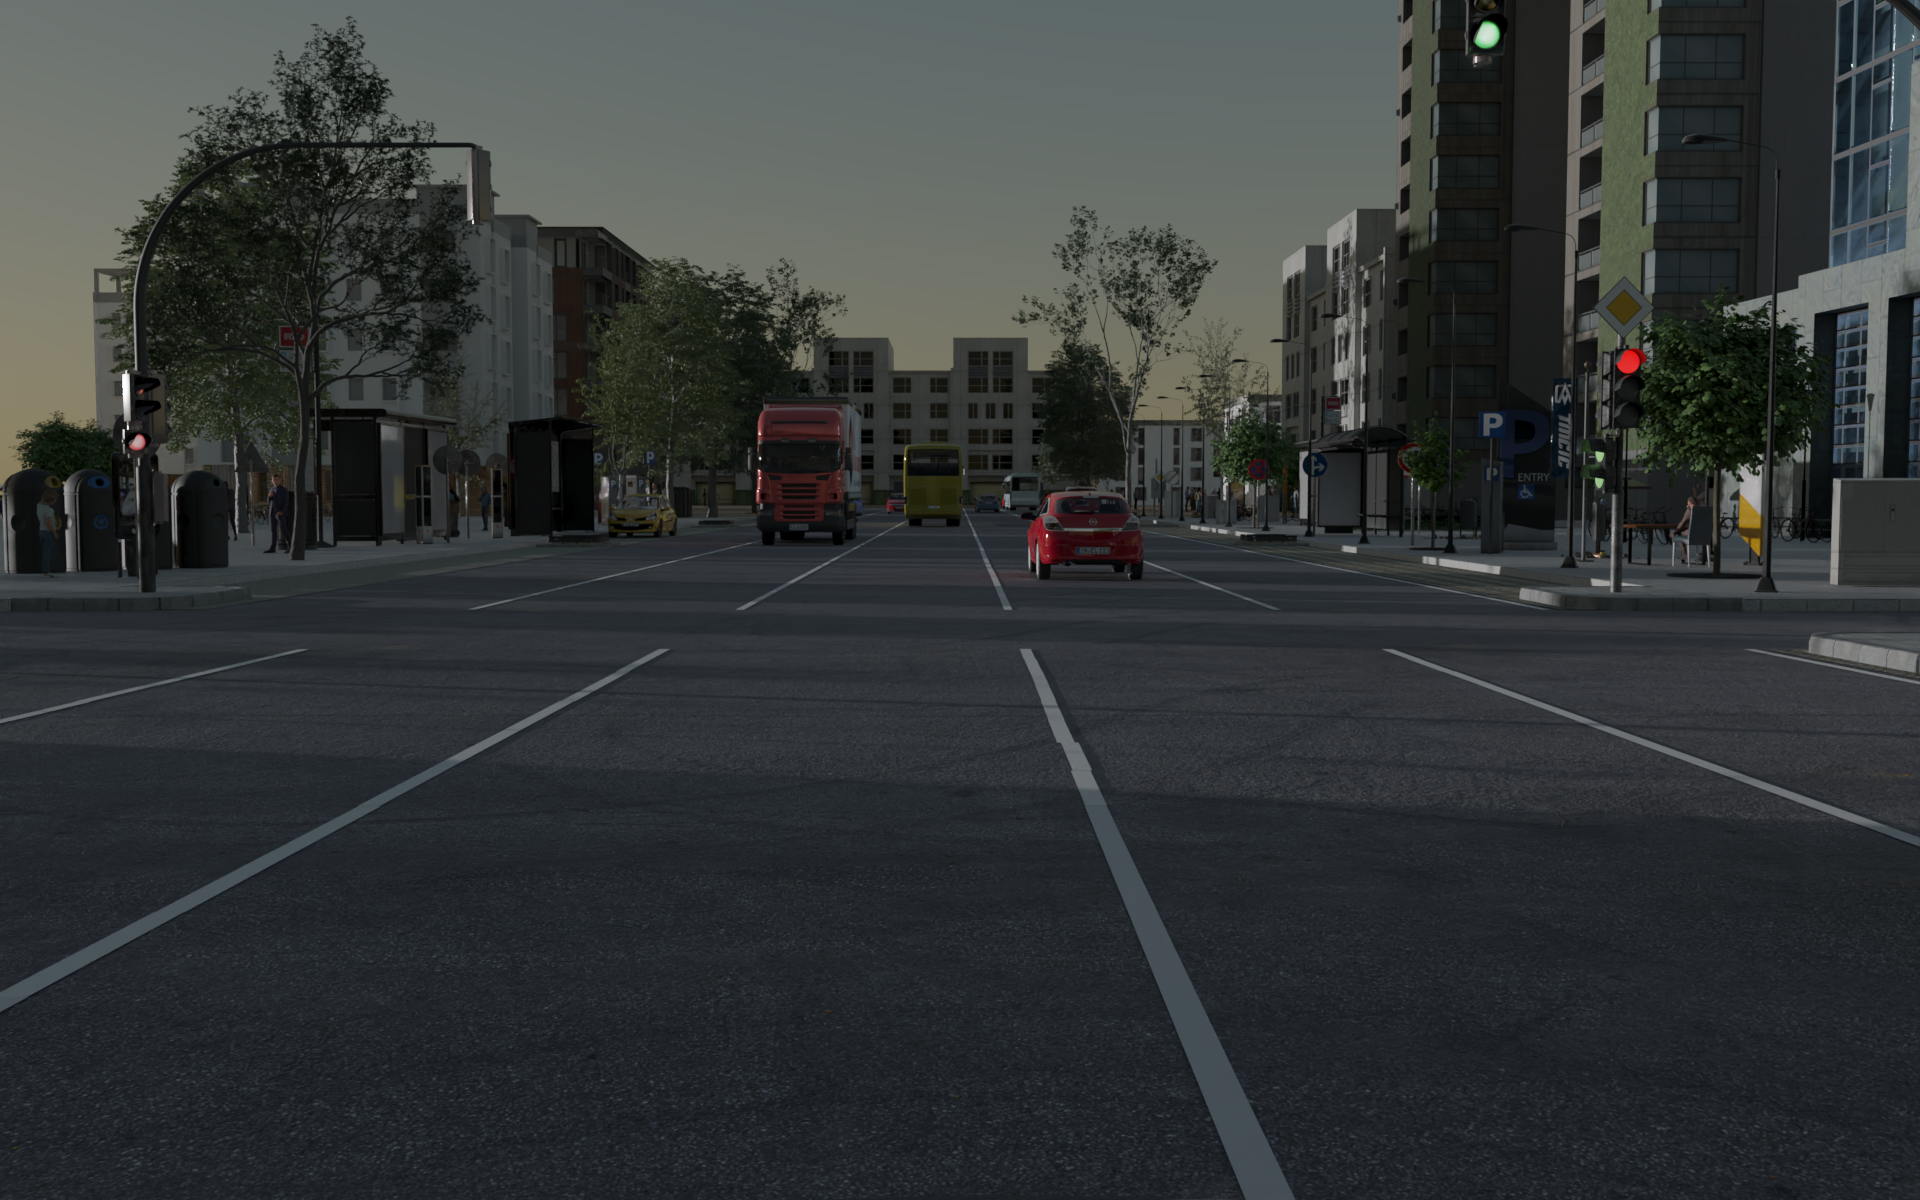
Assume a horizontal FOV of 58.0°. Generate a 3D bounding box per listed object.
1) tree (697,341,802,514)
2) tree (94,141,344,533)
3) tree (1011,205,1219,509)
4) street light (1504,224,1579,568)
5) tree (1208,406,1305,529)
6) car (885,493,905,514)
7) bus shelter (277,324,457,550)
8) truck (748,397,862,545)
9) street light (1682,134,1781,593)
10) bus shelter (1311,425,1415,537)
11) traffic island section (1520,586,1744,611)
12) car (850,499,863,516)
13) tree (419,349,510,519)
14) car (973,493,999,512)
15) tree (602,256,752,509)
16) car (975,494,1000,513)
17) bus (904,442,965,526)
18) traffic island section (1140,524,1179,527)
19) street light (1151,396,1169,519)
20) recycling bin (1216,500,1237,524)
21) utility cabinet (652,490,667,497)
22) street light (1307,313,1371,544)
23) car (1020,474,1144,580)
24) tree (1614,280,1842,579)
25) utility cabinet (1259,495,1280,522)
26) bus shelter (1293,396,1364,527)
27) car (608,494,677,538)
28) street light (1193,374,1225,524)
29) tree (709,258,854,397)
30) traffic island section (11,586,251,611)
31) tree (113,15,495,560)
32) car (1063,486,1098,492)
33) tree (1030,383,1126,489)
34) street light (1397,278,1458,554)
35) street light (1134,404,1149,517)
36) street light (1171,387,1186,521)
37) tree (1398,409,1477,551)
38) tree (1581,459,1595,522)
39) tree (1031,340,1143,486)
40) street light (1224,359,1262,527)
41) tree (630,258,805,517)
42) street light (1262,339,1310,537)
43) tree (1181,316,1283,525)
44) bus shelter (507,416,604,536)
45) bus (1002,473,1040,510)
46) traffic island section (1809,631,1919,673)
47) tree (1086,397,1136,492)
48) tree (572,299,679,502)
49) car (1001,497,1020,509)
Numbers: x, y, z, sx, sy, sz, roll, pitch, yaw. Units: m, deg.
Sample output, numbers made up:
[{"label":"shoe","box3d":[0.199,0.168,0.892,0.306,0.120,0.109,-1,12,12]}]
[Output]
[{"label":"tree","box3d":[-13.716,-11.503,113.836,9.928,11.665,9.643,0,3,0]},{"label":"tree","box3d":[-23.800,-8.432,55.984,7.486,12.596,7.792,0,3,0]},{"label":"tree","box3d":[10.174,-15.797,114.163,12.611,20.169,13.585,0,3,0]},{"label":"street light","box3d":[10.067,-3.512,29.970,1.470,5.913,1.316,0,3,0]},{"label":"tree","box3d":[11.094,-4.962,64.843,4.285,4.588,4.351,0,3,0]},{"label":"car","box3d":[-4.336,-7.060,124.467,2.155,1.783,4.494,0,4,-1]},{"label":"bus shelter","box3d":[-15.048,-4.045,43.767,2.179,5.291,8.768,0,3,0]},{"label":"truck","box3d":[-4.456,-3.870,52.187,2.839,4.237,11.283,0,4,-1]},{"label":"street light","box3d":[10.018,-3.056,22.508,1.470,5.913,1.316,0,3,0]},{"label":"bus shelter","box3d":[12.405,-3.666,53.857,2.014,3.302,5.546,0,3,0]},{"label":"traffic island section","box3d":[8.605,-0.024,22.670,2.009,0.180,2.903,0,3,0]},{"label":"car","box3d":[-7.372,-6.406,114.323,1.945,1.707,3.694,0,4,0]},{"label":"tree","box3d":[-25.144,-8.376,87.313,4.360,8.622,3.978,0,3,0]},{"label":"car","box3d":[2.110,-8.006,139.932,2.155,1.783,4.494,0,4,1]},{"label":"tree","box3d":[-13.618,-10.096,83.201,7.486,12.596,7.792,0,3,0]},{"label":"car","box3d":[2.141,-7.458,133.945,2.014,1.417,4.499,0,4,-1]},{"label":"bus","box3d":[-1.169,-5.438,80.458,2.896,3.916,12.252,0,4,0]},{"label":"traffic island section","box3d":[8.519,-3.260,76.170,1.991,0.108,1.994,0,3,0]},{"label":"street light","box3d":[10.033,-6.716,82.351,1.470,5.913,1.316,0,3,0]},{"label":"recycling bin","box3d":[11.535,-3.823,75.060,0.722,1.027,0.722,-1,4,-12]},{"label":"utility cabinet","box3d":[-16.140,-5.093,91.956,1.173,1.500,0.318,2,4,25]},{"label":"street light","box3d":[9.921,-4.409,44.624,1.470,5.913,1.316,0,3,0]},{"label":"car","box3d":[2.159,-1.312,30.485,2.155,1.783,4.494,0,4,-1]},{"label":"tree","box3d":[11.773,-2.639,26.864,4.285,4.588,4.351,0,3,0]},{"label":"utility cabinet","box3d":[14.234,-4.211,80.013,1.020,1.237,0.306,-1,4,-16]},{"label":"bus shelter","box3d":[14.619,-5.576,68.796,2.179,5.291,8.768,0,3,0]},{"label":"car","box3d":[-10.563,-2.901,57.660,2.015,1.641,3.980,0,4,1]},{"label":"street light","box3d":[9.930,-5.799,67.348,1.470,5.913,1.316,0,3,0]},{"label":"tree","box3d":[-14.854,-17.485,141.769,12.611,20.169,13.585,0,3,0]},{"label":"traffic island section","box3d":[-10.636,-0.022,22.643,2.009,0.180,2.903,0,3,0]},{"label":"tree","box3d":[-12.538,-6.052,33.359,7.601,10.594,8.767,-1,4,-9]},{"label":"car","box3d":[5.629,-4.465,81.676,2.281,1.827,5.304,0,4,0]},{"label":"tree","box3d":[11.516,-15.397,168.747,9.611,12.733,9.660,0,3,0]},{"label":"street light","box3d":[10.080,-3.964,37.350,1.470,5.913,1.316,0,3,0]},{"label":"street light","box3d":[9.910,-7.174,89.838,1.470,5.913,1.316,0,3,0]},{"label":"street light","box3d":[10.009,-6.271,75.077,1.470,5.913,1.316,0,3,0]},{"label":"tree","box3d":[10.962,-2.754,39.629,1.663,3.219,1.824,0,3,0]},{"label":"tree","box3d":[29.816,-5.264,80.661,1.663,3.219,1.824,0,3,0]},{"label":"tree","box3d":[10.641,-14.388,141.903,9.857,13.997,8.962,0,3,0]},{"label":"street light","box3d":[10.031,-5.328,59.648,1.470,5.913,1.316,0,3,0]},{"label":"tree","box3d":[-13.507,-11.514,94.905,9.857,13.997,8.962,0,3,0]},{"label":"street light","box3d":[9.953,-4.854,51.898,1.470,5.913,1.316,0,3,0]},{"label":"tree","box3d":[10.942,-7.412,71.545,4.360,8.622,3.978,0,3,0]},{"label":"bus shelter","box3d":[-12.863,-3.925,55.455,1.731,3.624,6.357,0,3,0]},{"label":"bus","box3d":[5.454,-9.783,154.818,2.948,3.499,13.247,0,4,-1]},{"label":"traffic island section","box3d":[8.618,0.465,14.684,2.009,0.180,2.903,0,3,0]},{"label":"tree","box3d":[11.277,-11.118,132.140,4.360,8.622,3.978,0,3,0]},{"label":"tree","box3d":[-12.879,-7.069,65.933,4.737,8.622,4.395,0,3,0]},{"label":"car","box3d":[5.060,-9.880,170.572,2.155,1.783,4.494,0,4,2]}]
